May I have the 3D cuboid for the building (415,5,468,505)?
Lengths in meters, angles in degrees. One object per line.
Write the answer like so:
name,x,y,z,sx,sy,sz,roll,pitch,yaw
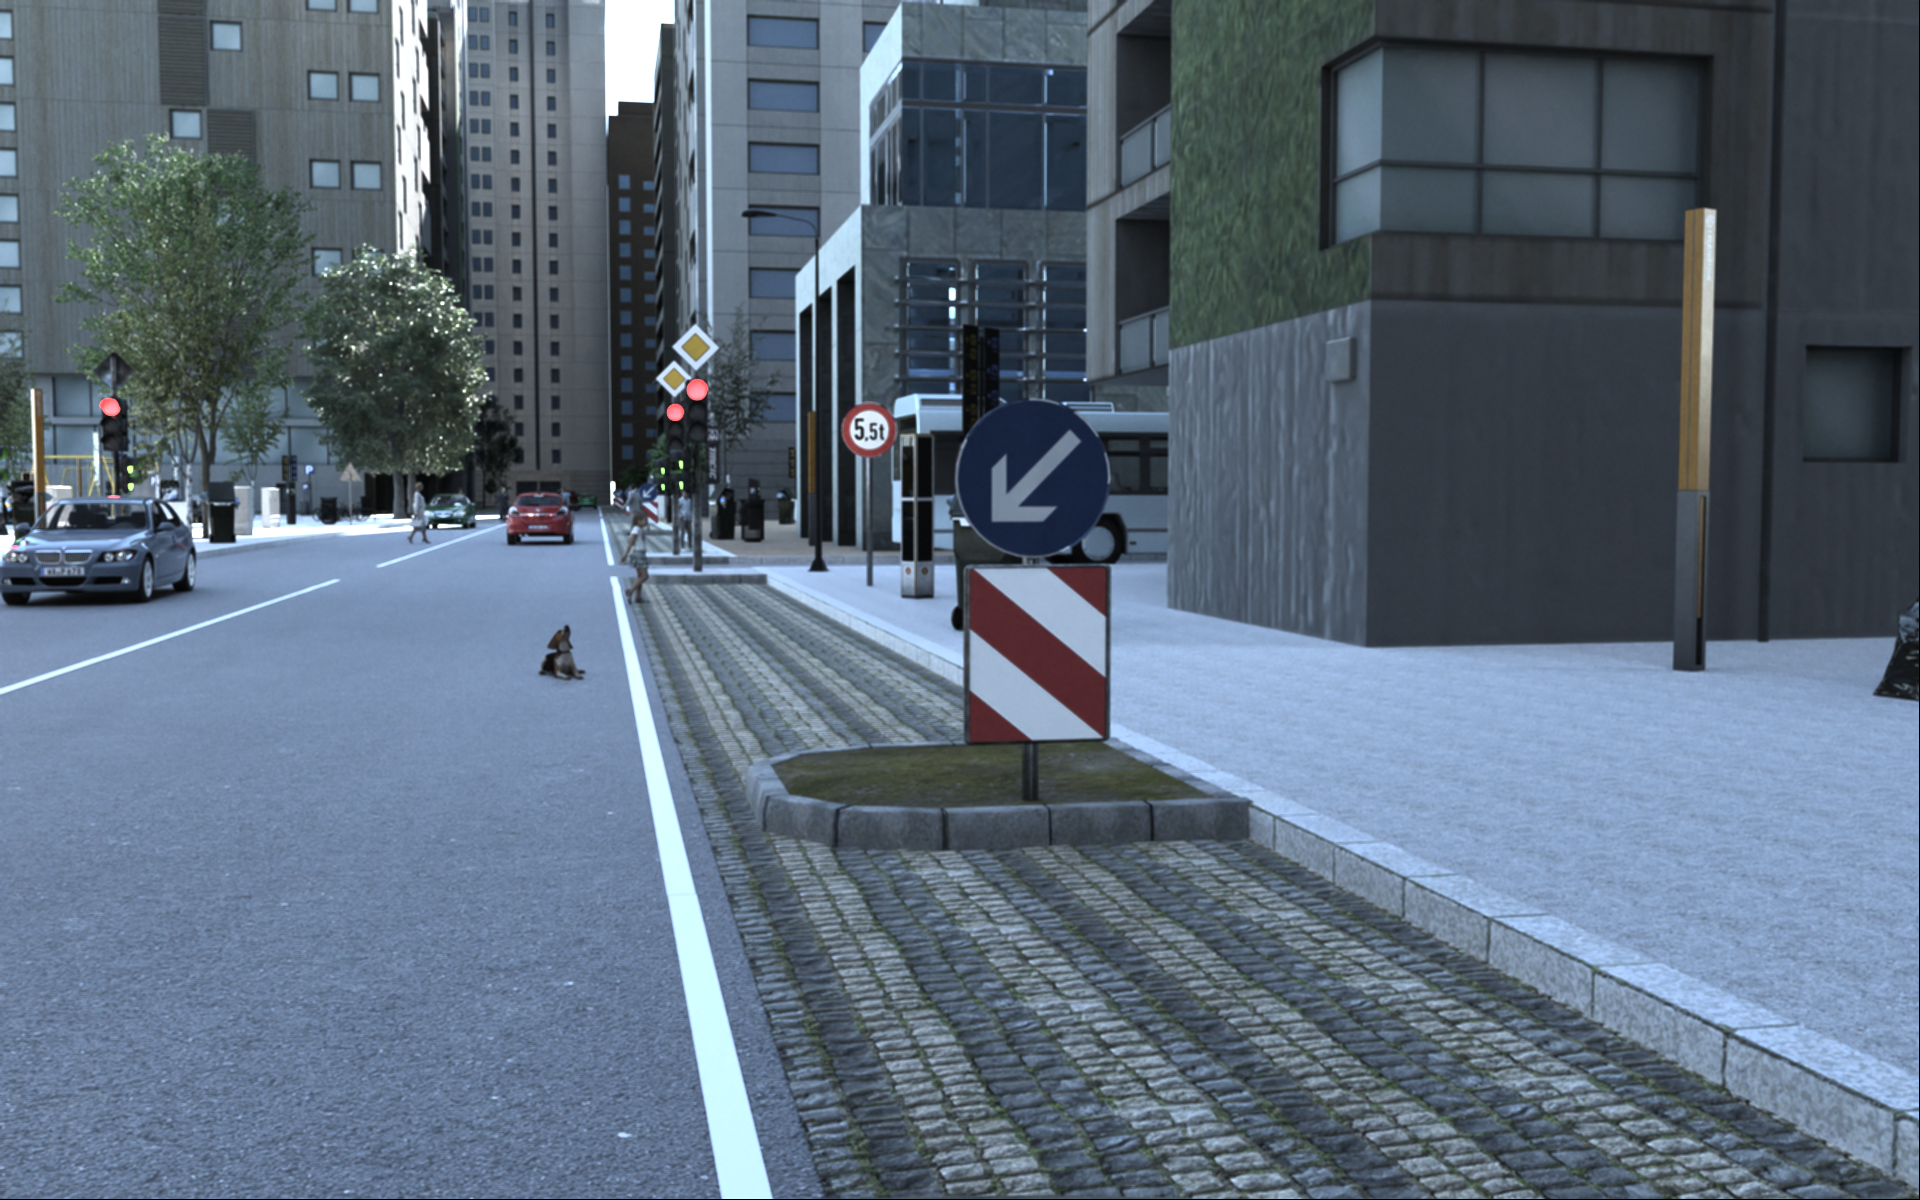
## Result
building,-47.957,-27.920,140.092,14.154,41.232,14.086,-1,4,-12

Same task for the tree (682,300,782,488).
tree,-8.919,-7.103,66.494,4.360,8.622,3.978,0,3,0

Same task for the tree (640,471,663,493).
tree,-24.876,-8.825,138.897,1.663,3.219,1.824,0,3,0

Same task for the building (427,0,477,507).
building,-58.392,-44.528,166.289,20.611,71.187,20.563,-1,4,-12

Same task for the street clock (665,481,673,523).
street clock,-12.956,-4.443,77.217,0.358,2.002,0.471,-2,4,-31

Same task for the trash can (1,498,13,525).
trash can,-39.444,-3.689,71.967,0.748,1.137,0.748,0,3,0

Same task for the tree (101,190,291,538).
tree,-18.955,-5.628,42.380,4.737,8.622,4.395,0,3,0

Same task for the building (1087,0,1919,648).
building,8.851,-20.656,21.324,14.154,41.232,14.086,-1,4,-12

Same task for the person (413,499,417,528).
person,-22.660,-3.603,72.099,0.352,1.250,0.332,3,5,42

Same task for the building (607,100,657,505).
building,-33.540,-33.728,201.558,14.200,45.320,14.600,-1,4,-12

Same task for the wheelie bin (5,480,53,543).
wheelie bin,-21.521,-1.966,40.051,0.980,1.594,0.693,-2,4,-26

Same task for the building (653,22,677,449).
building,-19.552,-33.688,174.498,21.300,48.544,21.600,-1,4,-12

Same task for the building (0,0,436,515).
building,-50.964,-32.314,117.577,28.713,52.752,27.495,-1,4,-12

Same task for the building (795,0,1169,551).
building,10.690,-45.116,50.325,31.000,86.520,22.319,-1,4,-12

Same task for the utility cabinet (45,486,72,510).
utility cabinet,-25.249,-2.438,48.534,0.318,1.500,1.173,0,4,-4

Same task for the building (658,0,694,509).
building,-16.639,-43.707,152.857,20.563,71.187,20.611,-1,4,-12

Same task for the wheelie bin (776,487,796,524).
wheelie bin,-7.409,-4.019,73.620,0.693,1.594,0.980,1,4,13

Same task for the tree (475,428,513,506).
tree,-47.705,-13.907,177.737,4.737,8.622,4.395,0,3,0

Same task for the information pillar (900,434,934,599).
information pillar,-0.525,-1.030,21.336,0.304,2.012,0.304,-3,5,-40

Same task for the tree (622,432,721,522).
tree,-12.694,-5.855,79.436,4.285,4.588,4.351,0,3,0

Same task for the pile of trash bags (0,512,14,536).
pile of trash bags,-30.211,-2.673,53.464,1.912,1.369,3.447,1,4,21

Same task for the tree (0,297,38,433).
tree,-36.354,-6.977,64.429,4.360,8.622,3.978,0,3,0

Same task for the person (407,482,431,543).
person,-15.773,-2.543,50.432,0.624,1.780,0.694,0,4,-1

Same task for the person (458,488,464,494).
person,-30.749,-5.998,106.905,0.599,1.781,0.374,-1,4,-13

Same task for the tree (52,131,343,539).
tree,-21.688,-7.579,49.670,9.928,11.665,9.643,0,3,0

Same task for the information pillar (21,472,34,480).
information pillar,-31.097,-3.262,57.825,0.304,2.012,0.304,-1,4,-14

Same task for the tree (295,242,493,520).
tree,-28.189,-10.991,86.350,9.857,13.997,8.962,0,3,0

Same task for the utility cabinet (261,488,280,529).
utility cabinet,-25.426,-3.379,63.927,0.318,1.500,1.173,0,4,-4

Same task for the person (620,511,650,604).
person,-4.252,-0.561,22.683,0.382,1.210,0.505,0,4,-7

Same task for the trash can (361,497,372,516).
trash can,-34.313,-5.413,100.154,0.748,1.137,0.748,0,3,0

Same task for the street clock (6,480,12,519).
street clock,-49.455,-5.245,90.318,0.471,2.002,0.358,2,4,23

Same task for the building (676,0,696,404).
building,-7.156,-33.107,130.538,28.713,52.752,27.495,-1,4,-12

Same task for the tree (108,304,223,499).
tree,-30.544,-7.075,66.031,4.360,8.622,3.978,0,3,0

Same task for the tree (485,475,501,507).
tree,-46.500,-10.855,172.085,1.663,3.219,1.824,0,3,0

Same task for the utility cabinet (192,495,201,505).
utility cabinet,-43.818,-5.445,100.192,1.020,1.237,0.306,-1,4,-16

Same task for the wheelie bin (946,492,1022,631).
wheelie bin,0.310,-0.514,16.304,0.980,1.594,0.693,2,4,29

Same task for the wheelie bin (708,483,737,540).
wheelie bin,-6.721,-2.519,49.096,0.693,1.594,0.980,-2,4,-31

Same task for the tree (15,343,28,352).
tree,-44.436,-7.923,79.905,4.737,8.622,4.395,0,3,0

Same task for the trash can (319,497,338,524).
trash can,-26.700,-3.770,73.289,0.748,1.137,0.748,0,3,0

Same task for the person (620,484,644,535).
person,-11.124,-3.080,59.132,0.850,1.792,0.678,2,4,29

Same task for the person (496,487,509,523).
person,-22.729,-4.721,86.116,0.576,1.772,0.534,-3,4,-38

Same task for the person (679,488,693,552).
person,-6.799,-1.987,42.806,0.589,1.601,0.330,-3,5,-42

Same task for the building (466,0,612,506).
building,-55.080,-40.279,200.554,28.212,58.520,21.231,-1,4,-12

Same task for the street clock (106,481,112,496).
street clock,-47.972,-5.691,97.617,0.358,2.002,0.471,-2,4,-27

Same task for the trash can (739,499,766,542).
trash can,-5.555,-2.125,46.396,0.748,1.137,0.748,0,3,0

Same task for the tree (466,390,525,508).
tree,-42.345,-13.484,154.869,8.767,10.594,7.601,3,5,44

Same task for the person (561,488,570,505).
person,-23.825,-5.876,104.599,0.660,1.820,0.620,1,4,17

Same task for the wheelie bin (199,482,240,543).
wheelie bin,-19.460,-2.300,45.520,0.980,1.594,0.693,-2,4,-30

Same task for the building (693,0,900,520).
building,-4.528,-34.018,98.193,21.231,58.520,28.212,-1,4,-12

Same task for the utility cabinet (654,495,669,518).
utility cabinet,-16.012,-4.998,92.886,1.020,1.237,0.306,3,5,45

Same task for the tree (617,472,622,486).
tree,-31.315,-11.251,167.668,4.285,4.588,4.351,0,3,0

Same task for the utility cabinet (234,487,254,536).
utility cabinet,-21.759,-2.633,51.735,1.173,1.500,0.318,0,4,4
